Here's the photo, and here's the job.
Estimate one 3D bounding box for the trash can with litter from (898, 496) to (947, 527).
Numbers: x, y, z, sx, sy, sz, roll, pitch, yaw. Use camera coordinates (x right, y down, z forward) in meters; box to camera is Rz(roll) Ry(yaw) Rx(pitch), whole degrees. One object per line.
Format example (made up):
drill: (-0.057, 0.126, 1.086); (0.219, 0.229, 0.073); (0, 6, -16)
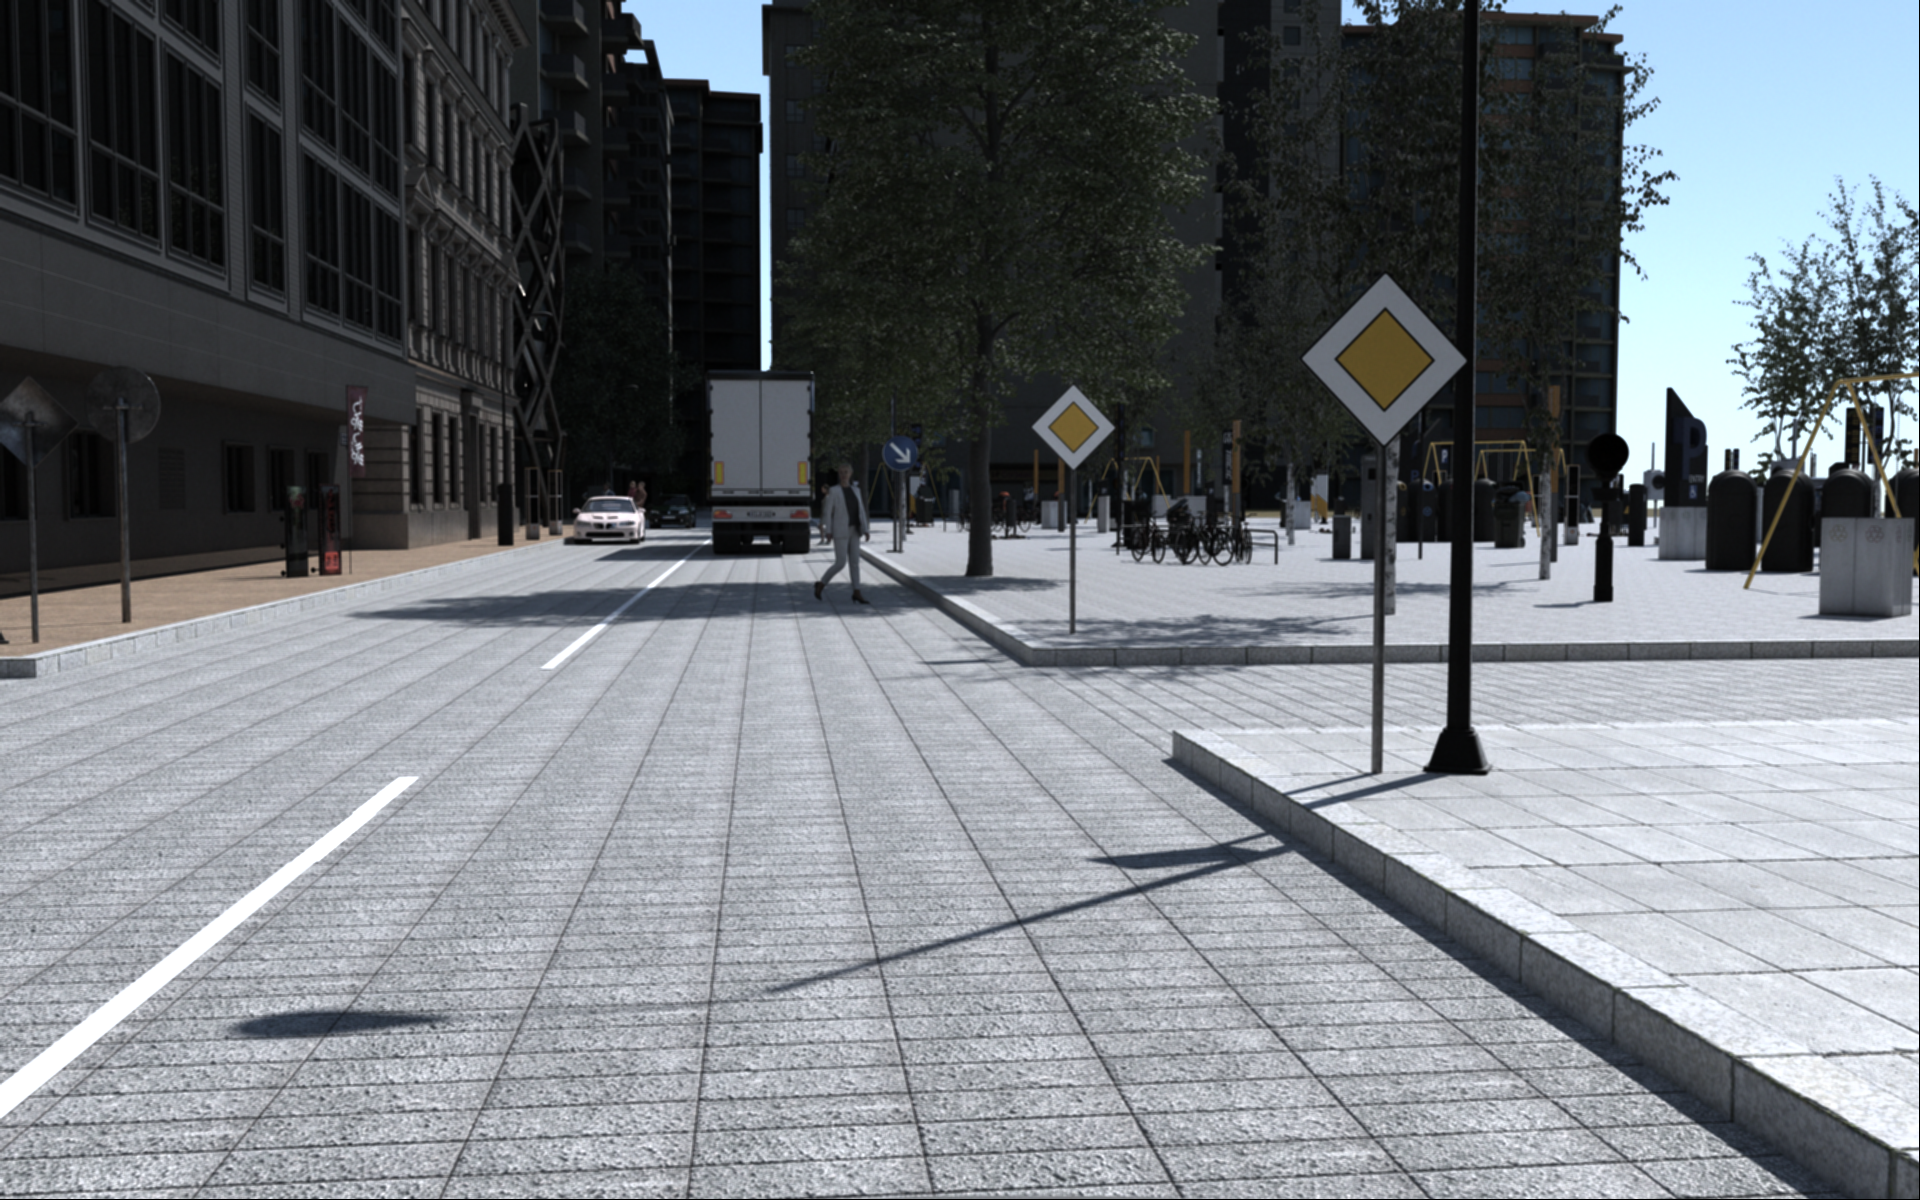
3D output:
trash can with litter: (-1.651, -3.479, 67.934); (1.678, 1.210, 2.233); (-2, 4, -32)

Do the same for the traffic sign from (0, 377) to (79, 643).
traffic sign: (-7.962, -0.686, 14.859); (0.795, 2.450, 0.064); (0, 4, -6)

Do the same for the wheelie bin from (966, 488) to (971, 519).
wheelie bin: (0.780, -4.811, 86.569); (0.980, 1.594, 0.693); (0, 4, 2)

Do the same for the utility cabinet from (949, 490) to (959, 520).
utility cabinet: (-0.284, -4.685, 85.283); (0.318, 1.500, 1.173); (-1, 4, -11)

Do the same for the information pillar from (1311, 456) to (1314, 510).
information pillar: (17.866, -5.845, 86.919); (0.504, 3.616, 0.183); (2, 4, 26)

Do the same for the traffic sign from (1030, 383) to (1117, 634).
traffic sign: (1.029, -0.746, 15.838); (0.795, 2.450, 0.064); (0, 4, -6)

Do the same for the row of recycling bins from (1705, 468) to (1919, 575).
row of recycling bins: (14.140, -1.306, 28.471); (3.534, 1.692, 1.069); (3, 4, 36)

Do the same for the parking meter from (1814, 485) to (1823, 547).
parking meter: (20.937, -2.056, 42.031); (0.372, 1.533, 0.369); (0, 3, 0)

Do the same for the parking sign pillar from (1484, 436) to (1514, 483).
parking sign pillar: (25.062, -5.634, 80.580); (1.447, 3.967, 1.447); (-1, 4, -17)

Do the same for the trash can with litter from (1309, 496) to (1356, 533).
trash can with litter: (12.433, -2.833, 57.385); (1.678, 1.210, 2.233); (-1, 4, -22)

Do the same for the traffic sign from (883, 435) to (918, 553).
traffic sign: (-1.295, -2.295, 37.631); (0.768, 2.556, 0.104); (0, 4, -3)

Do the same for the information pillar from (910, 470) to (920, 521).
information pillar: (-2.104, -5.508, 81.403); (0.504, 3.616, 0.183); (0, 4, -2)

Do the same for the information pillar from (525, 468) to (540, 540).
information pillar: (-11.963, -2.688, 48.437); (0.304, 2.012, 0.304); (-2, 4, -34)

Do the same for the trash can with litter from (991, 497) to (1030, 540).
trash can with litter: (1.189, -2.348, 49.442); (1.678, 1.210, 2.233); (2, 4, 27)

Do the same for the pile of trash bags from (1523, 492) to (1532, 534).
pile of trash bags: (16.768, -2.837, 56.129); (1.912, 1.369, 3.447); (-1, 4, -14)

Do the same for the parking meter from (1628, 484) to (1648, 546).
parking meter: (16.726, -2.104, 42.810); (0.372, 1.533, 0.369); (0, 3, 0)

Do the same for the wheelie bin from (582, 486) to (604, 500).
wheelie bin: (-14.101, -3.610, 66.929); (0.980, 1.594, 0.693); (-1, 4, -10)

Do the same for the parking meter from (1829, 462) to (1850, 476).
parking meter: (16.201, -1.606, 31.965); (0.255, 1.863, 0.399); (0, 4, 8)

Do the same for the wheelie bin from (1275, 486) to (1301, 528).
wheelie bin: (12.528, -3.569, 66.254); (0.980, 1.594, 0.693); (1, 4, 9)

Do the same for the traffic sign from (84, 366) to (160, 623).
traffic sign: (-8.329, -1.047, 17.230); (0.768, 2.556, 0.104); (0, 4, 3)

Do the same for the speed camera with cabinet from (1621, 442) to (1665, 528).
speed camera with cabinet: (25.790, -4.374, 65.857); (2.038, 3.252, 0.660); (-1, 4, -8)

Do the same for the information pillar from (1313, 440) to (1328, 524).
information pillar: (15.547, -5.071, 74.260); (0.504, 3.616, 0.183); (2, 4, 27)

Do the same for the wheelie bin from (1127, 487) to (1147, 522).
wheelie bin: (8.241, -4.452, 80.698); (0.980, 1.594, 0.693); (-1, 4, -12)

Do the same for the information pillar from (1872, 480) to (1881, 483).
information pillar: (48.174, -5.299, 91.127); (0.304, 2.012, 0.304); (-3, 4, -36)

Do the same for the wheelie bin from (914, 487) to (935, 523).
wheelie bin: (-1.599, -4.157, 75.871); (0.980, 1.594, 0.693); (-2, 4, -32)

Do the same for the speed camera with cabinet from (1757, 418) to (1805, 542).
speed camera with cabinet: (21.452, -3.152, 45.871); (0.660, 3.252, 2.038); (-1, 4, -11)

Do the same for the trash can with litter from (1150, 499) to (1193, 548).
trash can with litter: (5.006, -1.842, 41.509); (1.055, 1.170, 0.624); (0, 4, -4)

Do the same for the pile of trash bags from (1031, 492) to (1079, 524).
pile of trash bags: (4.255, -4.048, 75.943); (1.912, 1.369, 3.447); (0, 4, 4)

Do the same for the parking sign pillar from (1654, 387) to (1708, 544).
parking sign pillar: (18.507, -3.404, 44.134); (1.447, 3.967, 1.447); (-3, 4, -37)

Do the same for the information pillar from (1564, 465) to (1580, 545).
information pillar: (15.402, -2.393, 43.610); (0.304, 2.012, 0.304); (0, 4, 7)

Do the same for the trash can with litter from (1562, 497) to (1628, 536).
trash can with litter: (19.543, -2.558, 52.882); (2.233, 1.210, 1.678); (1, 4, 12)

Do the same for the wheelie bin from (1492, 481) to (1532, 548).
wheelie bin: (13.160, -2.049, 41.414); (0.980, 1.594, 0.693); (2, 4, 33)

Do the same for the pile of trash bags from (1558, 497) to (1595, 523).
pile of trash bags: (26.558, -4.124, 77.185); (1.912, 1.369, 3.447); (-3, 5, -39)

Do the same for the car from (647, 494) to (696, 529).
car: (-12.045, -3.844, 72.633); (2.009, 1.686, 4.222); (0, 4, -5)

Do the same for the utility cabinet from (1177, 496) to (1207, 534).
utility cabinet: (6.467, -2.277, 48.383); (0.306, 1.237, 1.020); (3, 5, 42)

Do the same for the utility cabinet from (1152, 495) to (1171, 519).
utility cabinet: (10.544, -4.867, 90.743); (1.020, 1.237, 0.306); (-2, 4, -31)

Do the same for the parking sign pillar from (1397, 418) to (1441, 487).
parking sign pillar: (16.497, -4.462, 61.423); (1.447, 3.967, 1.447); (-3, 5, -42)

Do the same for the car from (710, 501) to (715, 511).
car: (-20.255, -8.494, 147.557); (2.281, 1.827, 5.304); (0, 4, -8)

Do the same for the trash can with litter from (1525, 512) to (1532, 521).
trash can with litter: (27.297, -4.431, 83.509); (2.233, 1.210, 1.678); (-2, 4, -32)

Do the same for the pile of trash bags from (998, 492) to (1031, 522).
pile of trash bags: (2.905, -4.417, 81.969); (1.912, 1.369, 3.447); (-3, 4, -36)

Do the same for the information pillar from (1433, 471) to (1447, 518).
information pillar: (14.971, -3.034, 54.103); (0.304, 2.012, 0.304); (-2, 4, -25)

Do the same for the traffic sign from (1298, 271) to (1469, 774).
traffic sign: (1.914, -0.260, 7.901); (0.795, 2.450, 0.064); (0, 4, -6)

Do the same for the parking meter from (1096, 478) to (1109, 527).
parking meter: (5.319, -3.604, 64.639); (0.399, 1.863, 0.255); (-1, 4, -18)

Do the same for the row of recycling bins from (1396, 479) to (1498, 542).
row of recycling bins: (12.814, -2.418, 46.649); (3.534, 1.692, 1.069); (-1, 4, -11)

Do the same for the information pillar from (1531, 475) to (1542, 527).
information pillar: (22.284, -3.817, 66.900); (0.304, 2.012, 0.304); (2, 4, 35)

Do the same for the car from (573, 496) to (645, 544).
car: (-10.289, -2.363, 51.000); (2.083, 1.381, 4.827); (0, 4, -7)

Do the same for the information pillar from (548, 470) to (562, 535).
information pillar: (-12.574, -3.017, 53.819); (0.304, 2.012, 0.304); (1, 4, 18)
